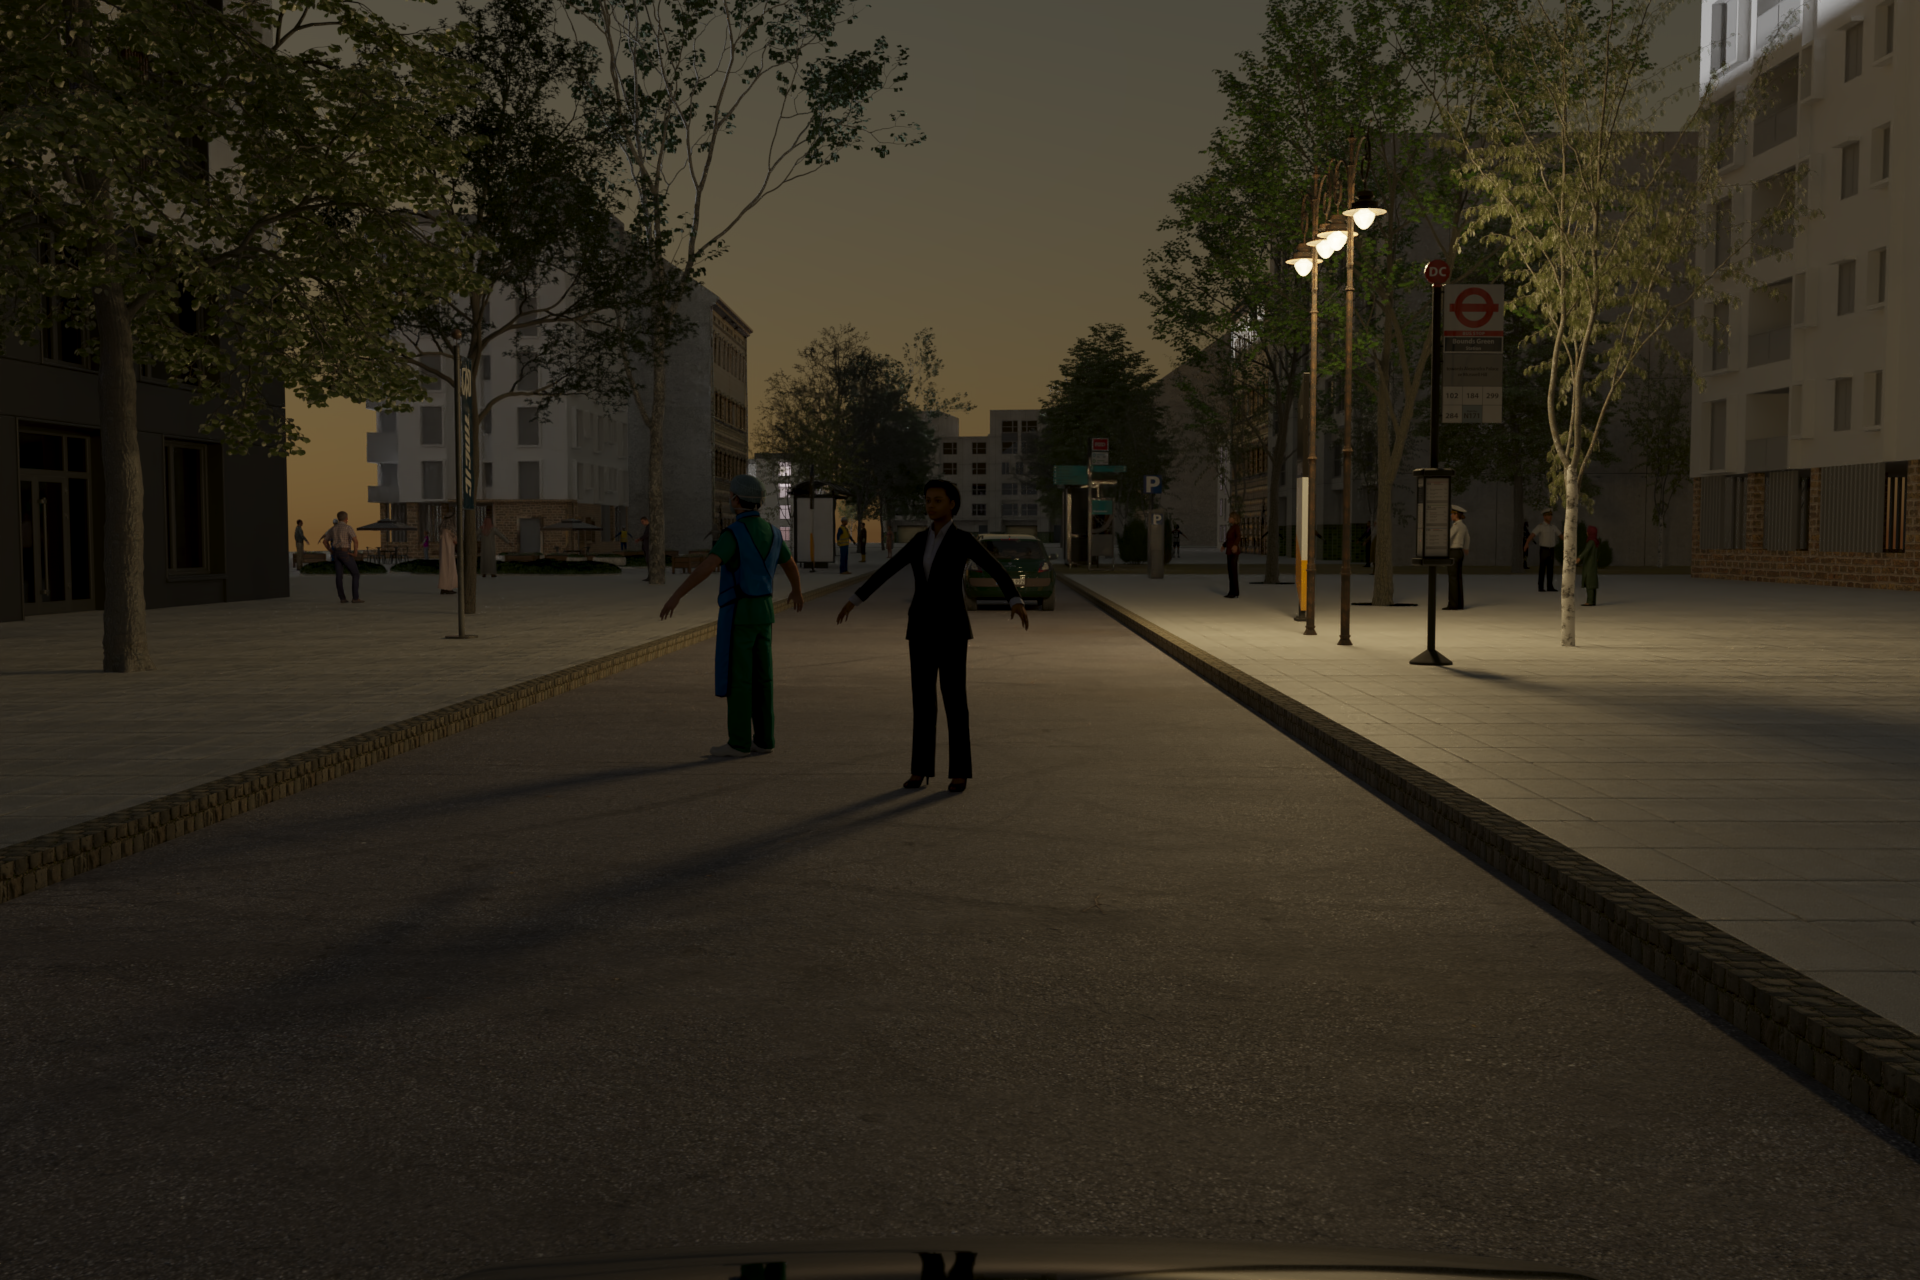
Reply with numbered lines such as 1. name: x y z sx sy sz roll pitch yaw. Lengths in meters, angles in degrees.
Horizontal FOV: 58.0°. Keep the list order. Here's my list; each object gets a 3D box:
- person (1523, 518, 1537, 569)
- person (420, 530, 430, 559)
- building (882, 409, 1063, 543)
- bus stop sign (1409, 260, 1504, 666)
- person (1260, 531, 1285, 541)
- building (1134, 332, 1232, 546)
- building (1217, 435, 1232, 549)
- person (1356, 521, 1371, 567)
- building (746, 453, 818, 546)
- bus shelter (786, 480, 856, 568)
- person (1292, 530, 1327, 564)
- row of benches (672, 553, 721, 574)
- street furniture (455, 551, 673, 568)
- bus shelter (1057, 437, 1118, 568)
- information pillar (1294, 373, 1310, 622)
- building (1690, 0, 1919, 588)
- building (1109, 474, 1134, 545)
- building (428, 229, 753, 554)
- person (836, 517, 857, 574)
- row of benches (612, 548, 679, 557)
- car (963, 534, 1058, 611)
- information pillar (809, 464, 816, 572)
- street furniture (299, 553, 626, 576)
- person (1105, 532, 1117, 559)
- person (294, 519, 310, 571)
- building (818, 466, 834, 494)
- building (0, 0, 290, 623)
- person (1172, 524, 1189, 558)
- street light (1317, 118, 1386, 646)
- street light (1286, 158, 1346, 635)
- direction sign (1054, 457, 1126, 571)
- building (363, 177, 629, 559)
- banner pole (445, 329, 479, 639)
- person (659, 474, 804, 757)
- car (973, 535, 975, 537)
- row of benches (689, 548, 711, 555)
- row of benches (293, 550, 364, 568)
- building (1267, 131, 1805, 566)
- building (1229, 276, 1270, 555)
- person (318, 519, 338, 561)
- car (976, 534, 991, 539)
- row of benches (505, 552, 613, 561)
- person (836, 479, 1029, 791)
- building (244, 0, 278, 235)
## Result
1. person: 20.642 -3.517 63.290 1.354 1.856 0.705 -3 5 -44
2. person: -21.077 -3.604 68.192 0.599 1.433 0.991 0 4 -4
3. building: 5.629 -23.481 252.834 31.486 18.905 16.747 1 4 10
4. bus stop sign: 4.858 -1.727 16.937 0.855 3.939 0.416 0 4 0
5. person: 16.602 -5.269 92.077 1.347 1.837 0.705 1 4 14
6. building: 29.286 -21.999 190.605 19.493 23.208 18.063 0 4 1
7. building: 26.561 -11.858 136.026 9.099 9.664 28.070 0 4 1
8. person: 15.795 -3.710 66.888 0.704 1.802 1.346 -2 4 -24
9. building: -20.219 -15.346 193.053 9.099 9.664 28.070 0 4 1
10. bus shelter: -5.324 -4.473 67.061 2.014 3.302 5.546 0 4 3
11. person: 13.984 -3.889 69.348 1.354 1.858 0.705 1 4 17
12. row of benches: -8.585 -2.585 57.723 1.422 0.672 4.104 1 4 11
13. street furniture: -14.786 -3.150 67.127 10.072 0.657 5.734 -3 5 -40
14. bus shelter: 5.043 -5.628 69.652 2.179 5.291 8.768 0 4 2
15. information pillar: 5.039 -2.087 25.484 0.183 3.616 0.504 0 4 1
16. building: 26.441 -11.738 48.336 16.016 20.090 11.380 0 4 1
17. building: 26.183 -21.800 222.889 16.747 18.905 31.486 0 4 1
18. building: -25.094 -17.670 119.826 19.493 23.208 18.063 0 3 0
19. person: -3.670 -3.016 55.283 0.705 1.833 1.349 1 4 21
20. row of benches: -13.574 -3.654 75.204 1.422 0.672 4.104 2 4 27
21. car: 0.933 -1.460 33.660 2.009 1.686 4.222 0 4 0
22. information pillar: -4.955 -4.080 58.068 0.183 3.616 0.504 0 4 3
23. street furniture: -15.661 -2.463 55.894 10.072 0.657 5.734 0 4 5
24. person: 7.788 -5.158 90.526 1.347 1.806 0.705 1 4 14
25. person: -23.099 -3.328 60.681 0.705 1.796 1.348 -3 4 -37
26. building: -20.743 -17.195 223.281 9.099 9.664 28.070 0 4 1
27. building: -27.913 -10.687 18.714 27.936 21.610 32.646 0 4 1
28. person: 11.768 -5.383 94.149 1.345 1.843 0.704 1 4 16
29. street light: 4.447 -2.877 19.831 0.468 5.910 1.993 0 4 1
30. street light: 4.453 -3.000 21.843 0.468 5.910 1.993 0 4 1
31. direction sign: 4.521 -4.339 59.704 2.525 3.948 1.411 0 4 0
32. building: -25.328 -14.407 91.969 16.016 20.090 11.380 0 4 2
33. banner pole: -6.144 -1.924 21.482 0.401 3.779 0.863 0 4 1
34. person: -1.405 -0.163 11.247 0.704 1.817 1.347 2 4 33
35. car: 0.585 -8.299 147.695 2.014 1.417 4.499 0 4 1
36. row of benches: -10.152 -3.641 74.992 4.104 0.672 1.422 2 4 35
37. row of benches: -24.642 -3.081 65.842 4.104 0.672 1.422 -3 5 -39
38. building: 26.012 -13.365 84.977 16.747 18.905 31.486 0 4 1
39. building: 27.802 -17.083 110.234 19.493 23.208 18.063 0 4 1
40. person: -22.737 -3.503 63.132 1.347 1.847 0.705 0 4 -7
41. car: 1.593 -5.458 99.465 2.015 1.641 3.980 0 4 0
42. row of benches: -13.839 -2.761 60.605 4.104 0.672 1.422 0 4 7
43. person: -0.152 -0.030 9.665 1.216 1.740 0.721 2 4 29
44. building: -25.167 -11.086 37.677 16.016 20.090 11.380 0 4 1
